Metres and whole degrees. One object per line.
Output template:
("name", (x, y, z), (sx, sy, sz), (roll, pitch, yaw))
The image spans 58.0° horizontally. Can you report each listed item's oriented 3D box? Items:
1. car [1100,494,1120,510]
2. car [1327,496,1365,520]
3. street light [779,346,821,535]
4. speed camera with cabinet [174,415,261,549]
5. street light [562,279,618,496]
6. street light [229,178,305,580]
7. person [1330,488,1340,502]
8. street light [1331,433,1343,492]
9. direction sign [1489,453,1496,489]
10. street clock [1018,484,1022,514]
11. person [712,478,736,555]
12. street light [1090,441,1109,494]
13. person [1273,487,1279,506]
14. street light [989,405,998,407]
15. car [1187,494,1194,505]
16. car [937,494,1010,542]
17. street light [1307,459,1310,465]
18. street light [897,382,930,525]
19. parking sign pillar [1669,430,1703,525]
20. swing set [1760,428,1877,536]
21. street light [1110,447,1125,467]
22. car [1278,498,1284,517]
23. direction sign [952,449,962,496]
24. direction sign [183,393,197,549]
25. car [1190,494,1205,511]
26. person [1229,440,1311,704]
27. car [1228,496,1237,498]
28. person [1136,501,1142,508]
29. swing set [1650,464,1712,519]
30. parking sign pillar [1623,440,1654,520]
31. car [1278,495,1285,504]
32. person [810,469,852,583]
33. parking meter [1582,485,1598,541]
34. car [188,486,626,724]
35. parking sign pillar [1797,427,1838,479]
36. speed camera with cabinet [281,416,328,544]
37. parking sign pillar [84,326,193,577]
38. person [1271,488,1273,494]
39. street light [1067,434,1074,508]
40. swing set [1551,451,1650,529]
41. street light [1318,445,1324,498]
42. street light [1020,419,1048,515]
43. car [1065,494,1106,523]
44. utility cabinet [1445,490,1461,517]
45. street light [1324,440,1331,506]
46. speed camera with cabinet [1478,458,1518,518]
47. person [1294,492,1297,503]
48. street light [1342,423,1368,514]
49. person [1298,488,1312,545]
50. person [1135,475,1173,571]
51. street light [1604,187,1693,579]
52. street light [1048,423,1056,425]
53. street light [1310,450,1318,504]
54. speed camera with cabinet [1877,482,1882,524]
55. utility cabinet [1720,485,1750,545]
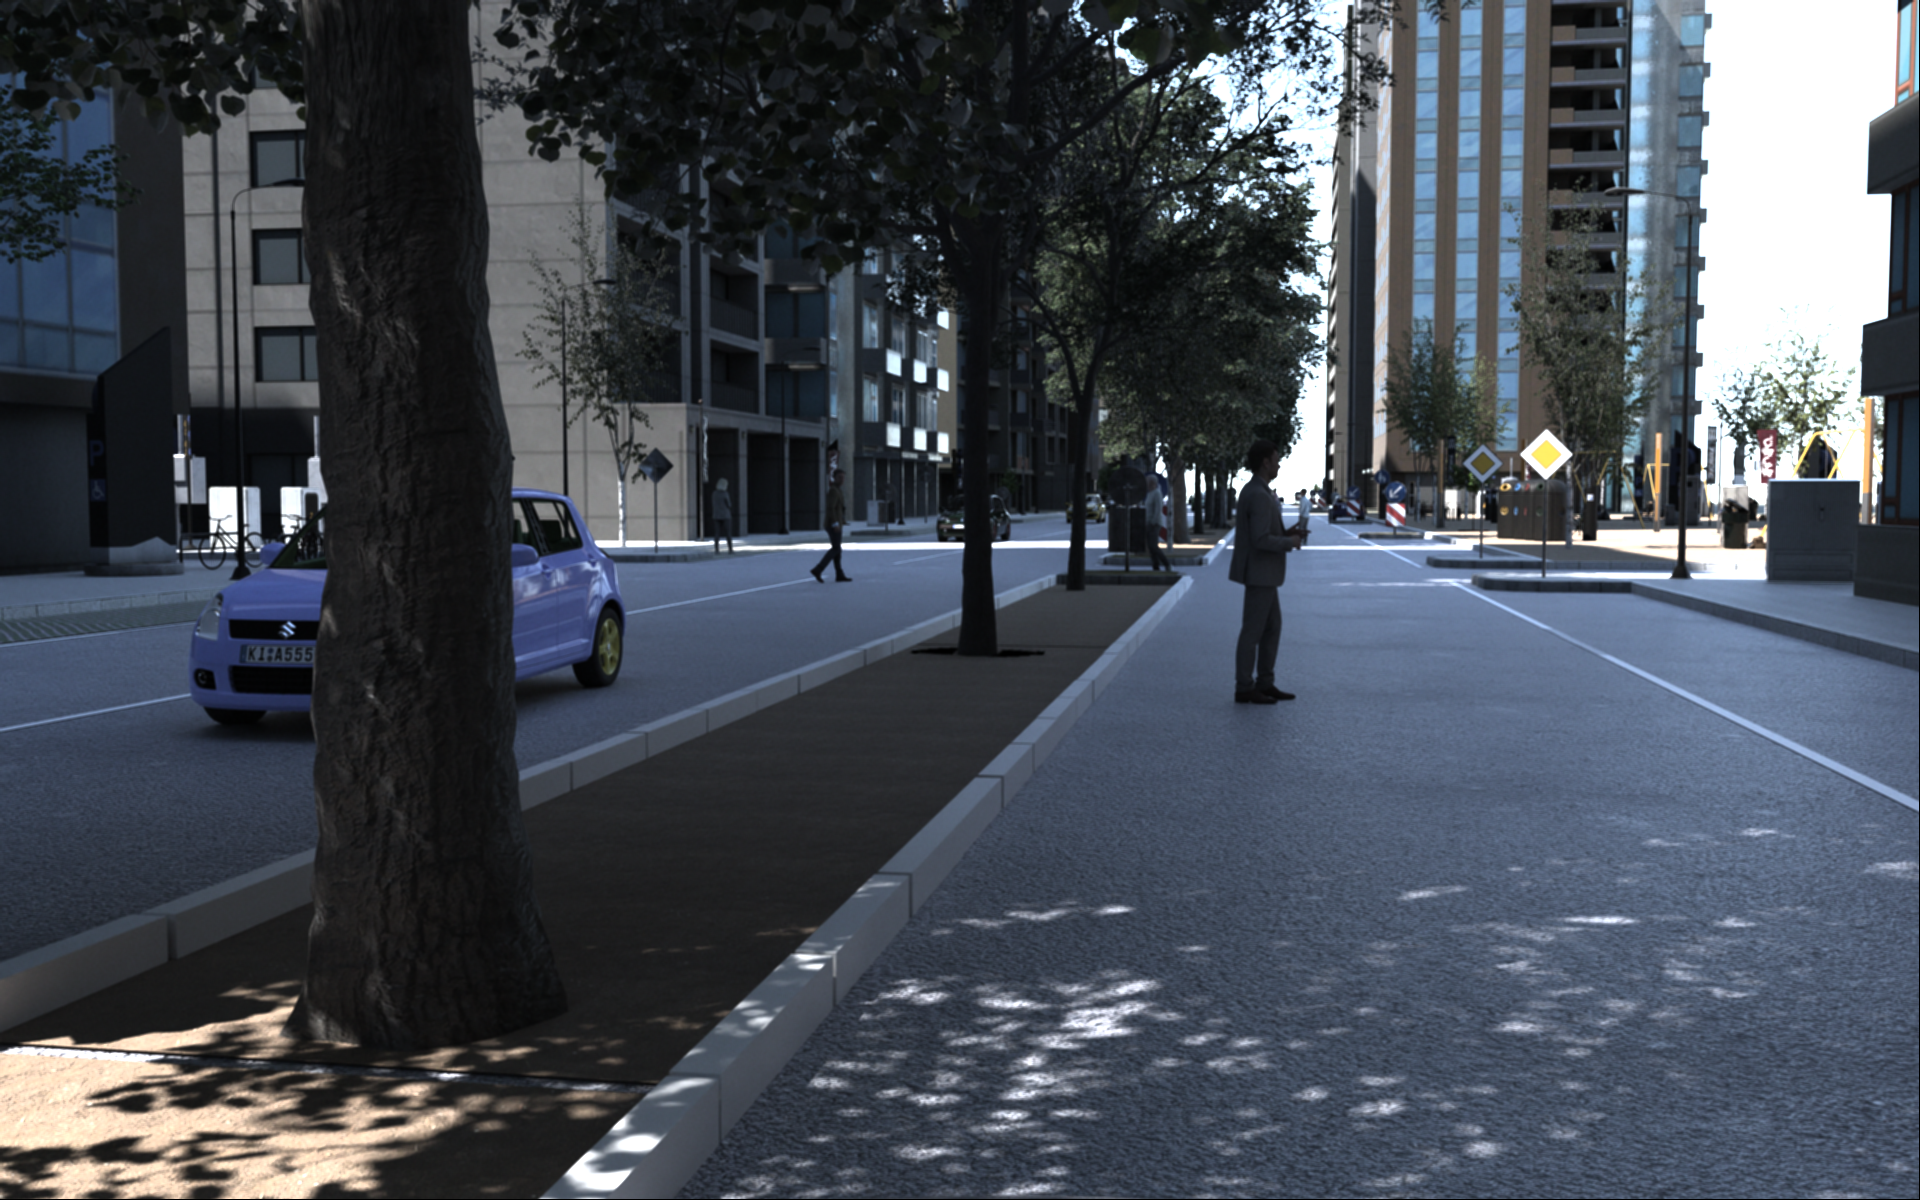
("car", (11.989, -8.018, 140.885), (2.009, 1.686, 4.222), (1, 4, 10))
("car", (20.399, -4.823, 91.431), (1.945, 1.354, 3.894), (1, 4, 9))
("street light", (-5.063, -5.027, 54.730), (1.470, 5.913, 1.316), (1, 4, 10))
("speed camera with cabinet", (-17.506, -2.831, 40.618), (2.038, 3.252, 0.660), (1, 4, 9))
("street light", (-8.070, -3.979, 37.596), (1.470, 5.913, 1.316), (1, 4, 10))
("street light", (-10.232, -3.251, 25.687), (1.470, 5.913, 1.316), (1, 4, 10))
("person", (22.873, -5.916, 105.431), (0.606, 1.804, 0.583), (2, 4, 29))
("street light", (28.991, -9.682, 130.844), (1.470, 5.913, 1.316), (1, 4, 10))
("direction sign", (29.611, -6.411, 96.815), (0.379, 3.537, 0.876), (-2, 4, -28))
("street clock", (3.921, -6.593, 112.358), (0.358, 2.002, 0.471), (0, 4, -5))
("person", (-5.582, -1.961, 40.754), (0.537, 1.800, 0.526), (3, 4, 38))
("street light", (11.773, -10.770, 148.630), (1.470, 5.913, 1.316), (1, 4, 10))
("person", (18.278, -5.611, 100.250), (0.388, 1.821, 0.555), (2, 4, 32))
("street light", (1.294, -7.206, 90.358), (1.470, 5.913, 1.316), (1, 4, 10))
("car", (31.639, -13.681, 233.477), (2.009, 1.686, 4.222), (1, 4, 10))
("car", (0.440, -2.628, 52.761), (2.009, 1.686, 4.222), (1, 4, 11))
("street light", (43.303, -14.571, 210.783), (1.470, 5.913, 1.316), (1, 4, 10))
("street light", (-1.929, -6.089, 72.091), (1.470, 5.913, 1.316), (1, 4, 10))
("parking sign pillar", (30.164, -5.111, 72.043), (1.447, 3.967, 1.447), (-2, 4, -26))
("swing set", (21.531, -2.742, 42.460), (2.862, 2.851, 3.119), (1, 4, 9))
("street light", (14.821, -11.836, 166.055), (1.470, 5.913, 1.316), (1, 4, 10))
("car", (18.282, -5.577, 103.183), (2.014, 1.417, 4.499), (1, 4, 9))
("direction sign", (-0.159, -5.825, 87.228), (0.379, 3.537, 0.876), (-2, 4, -34))
("direction sign", (-17.487, -2.891, 39.267), (0.379, 3.537, 0.876), (-2, 4, -32))
("car", (20.257, -8.312, 144.703), (1.959, 1.807, 4.718), (1, 4, 10))
("person", (2.145, -0.194, 11.877), (0.583, 1.804, 0.606), (0, 4, -2))
("car", (32.433, -12.170, 208.569), (1.945, 1.707, 3.694), (1, 4, 12))
("person", (10.675, -5.744, 102.637), (0.478, 1.798, 0.641), (-2, 4, -27))
("swing set", (37.403, -5.713, 91.027), (3.119, 2.851, 2.862), (0, 4, -1))
("parking sign pillar", (33.712, -5.964, 85.981), (1.447, 3.967, 1.447), (1, 4, 21))
("car", (48.384, -15.301, 262.749), (1.945, 1.354, 3.894), (1, 4, 10))
("person", (-2.056, -1.207, 28.138), (0.836, 1.842, 0.656), (-3, 4, -37))
("parking meter", (17.370, -2.405, 47.740), (0.372, 1.533, 0.369), (0, 3, 0))
("car", (-3.627, -0.133, 11.769), (1.945, 1.707, 3.694), (1, 4, 9))
("parking sign pillar", (33.702, -4.916, 68.854), (1.447, 3.967, 1.447), (-3, 5, -45))
("speed camera with cabinet", (-16.188, -2.991, 43.237), (0.660, 3.252, 2.038), (0, 4, 7))
("parking sign pillar", (-13.121, -2.382, 27.419), (1.447, 3.967, 1.447), (2, 4, 23))
("person", (14.739, -4.446, 82.202), (0.522, 1.701, 0.512), (0, 4, -8))
("street light", (8.725, -9.722, 131.503), (1.470, 5.913, 1.316), (1, 4, 10))
("swing set", (23.039, -4.045, 63.759), (2.862, 2.851, 3.119), (-1, 4, -16))
("street light", (35.209, -11.800, 165.468), (1.470, 5.913, 1.316), (1, 4, 10))
("street light", (4.466, -8.252, 107.463), (1.470, 5.913, 1.316), (1, 4, 10))
("car", (6.309, -4.669, 86.568), (2.015, 1.641, 3.980), (1, 4, 10))
("utility cabinet", (26.882, -5.262, 94.708), (0.318, 1.500, 1.173), (-2, 4, -25))
("street light", (32.202, -10.752, 148.333), (1.470, 5.913, 1.316), (1, 4, 10))
("speed camera with cabinet", (29.305, -6.120, 94.397), (0.660, 3.252, 2.038), (-3, 5, -45))
("person", (50.826, -15.517, 262.217), (1.348, 1.822, 0.705), (-1, 4, -14))
("street light", (26.025, -8.618, 113.440), (1.470, 5.913, 1.316), (1, 4, 10))
("person", (9.662, -2.347, 48.688), (0.589, 1.601, 0.330), (-3, 5, -41))
("person", (3.352, -1.281, 29.933), (0.515, 1.767, 0.782), (-1, 4, -13))
("street light", (10.456, -3.289, 26.311), (1.470, 5.913, 1.316), (1, 4, 10))
("street light", (5.578, -8.623, 113.528), (1.470, 5.913, 1.316), (1, 4, 10))
("street light", (40.080, -13.476, 192.866), (1.470, 5.913, 1.316), (1, 4, 10))
("speed camera with cabinet", (13.217, -1.764, 23.175), (0.660, 3.252, 2.038), (-1, 4, -9))
("utility cabinet", (19.008, -2.071, 42.535), (0.318, 1.500, 1.173), (0, 4, 7))
